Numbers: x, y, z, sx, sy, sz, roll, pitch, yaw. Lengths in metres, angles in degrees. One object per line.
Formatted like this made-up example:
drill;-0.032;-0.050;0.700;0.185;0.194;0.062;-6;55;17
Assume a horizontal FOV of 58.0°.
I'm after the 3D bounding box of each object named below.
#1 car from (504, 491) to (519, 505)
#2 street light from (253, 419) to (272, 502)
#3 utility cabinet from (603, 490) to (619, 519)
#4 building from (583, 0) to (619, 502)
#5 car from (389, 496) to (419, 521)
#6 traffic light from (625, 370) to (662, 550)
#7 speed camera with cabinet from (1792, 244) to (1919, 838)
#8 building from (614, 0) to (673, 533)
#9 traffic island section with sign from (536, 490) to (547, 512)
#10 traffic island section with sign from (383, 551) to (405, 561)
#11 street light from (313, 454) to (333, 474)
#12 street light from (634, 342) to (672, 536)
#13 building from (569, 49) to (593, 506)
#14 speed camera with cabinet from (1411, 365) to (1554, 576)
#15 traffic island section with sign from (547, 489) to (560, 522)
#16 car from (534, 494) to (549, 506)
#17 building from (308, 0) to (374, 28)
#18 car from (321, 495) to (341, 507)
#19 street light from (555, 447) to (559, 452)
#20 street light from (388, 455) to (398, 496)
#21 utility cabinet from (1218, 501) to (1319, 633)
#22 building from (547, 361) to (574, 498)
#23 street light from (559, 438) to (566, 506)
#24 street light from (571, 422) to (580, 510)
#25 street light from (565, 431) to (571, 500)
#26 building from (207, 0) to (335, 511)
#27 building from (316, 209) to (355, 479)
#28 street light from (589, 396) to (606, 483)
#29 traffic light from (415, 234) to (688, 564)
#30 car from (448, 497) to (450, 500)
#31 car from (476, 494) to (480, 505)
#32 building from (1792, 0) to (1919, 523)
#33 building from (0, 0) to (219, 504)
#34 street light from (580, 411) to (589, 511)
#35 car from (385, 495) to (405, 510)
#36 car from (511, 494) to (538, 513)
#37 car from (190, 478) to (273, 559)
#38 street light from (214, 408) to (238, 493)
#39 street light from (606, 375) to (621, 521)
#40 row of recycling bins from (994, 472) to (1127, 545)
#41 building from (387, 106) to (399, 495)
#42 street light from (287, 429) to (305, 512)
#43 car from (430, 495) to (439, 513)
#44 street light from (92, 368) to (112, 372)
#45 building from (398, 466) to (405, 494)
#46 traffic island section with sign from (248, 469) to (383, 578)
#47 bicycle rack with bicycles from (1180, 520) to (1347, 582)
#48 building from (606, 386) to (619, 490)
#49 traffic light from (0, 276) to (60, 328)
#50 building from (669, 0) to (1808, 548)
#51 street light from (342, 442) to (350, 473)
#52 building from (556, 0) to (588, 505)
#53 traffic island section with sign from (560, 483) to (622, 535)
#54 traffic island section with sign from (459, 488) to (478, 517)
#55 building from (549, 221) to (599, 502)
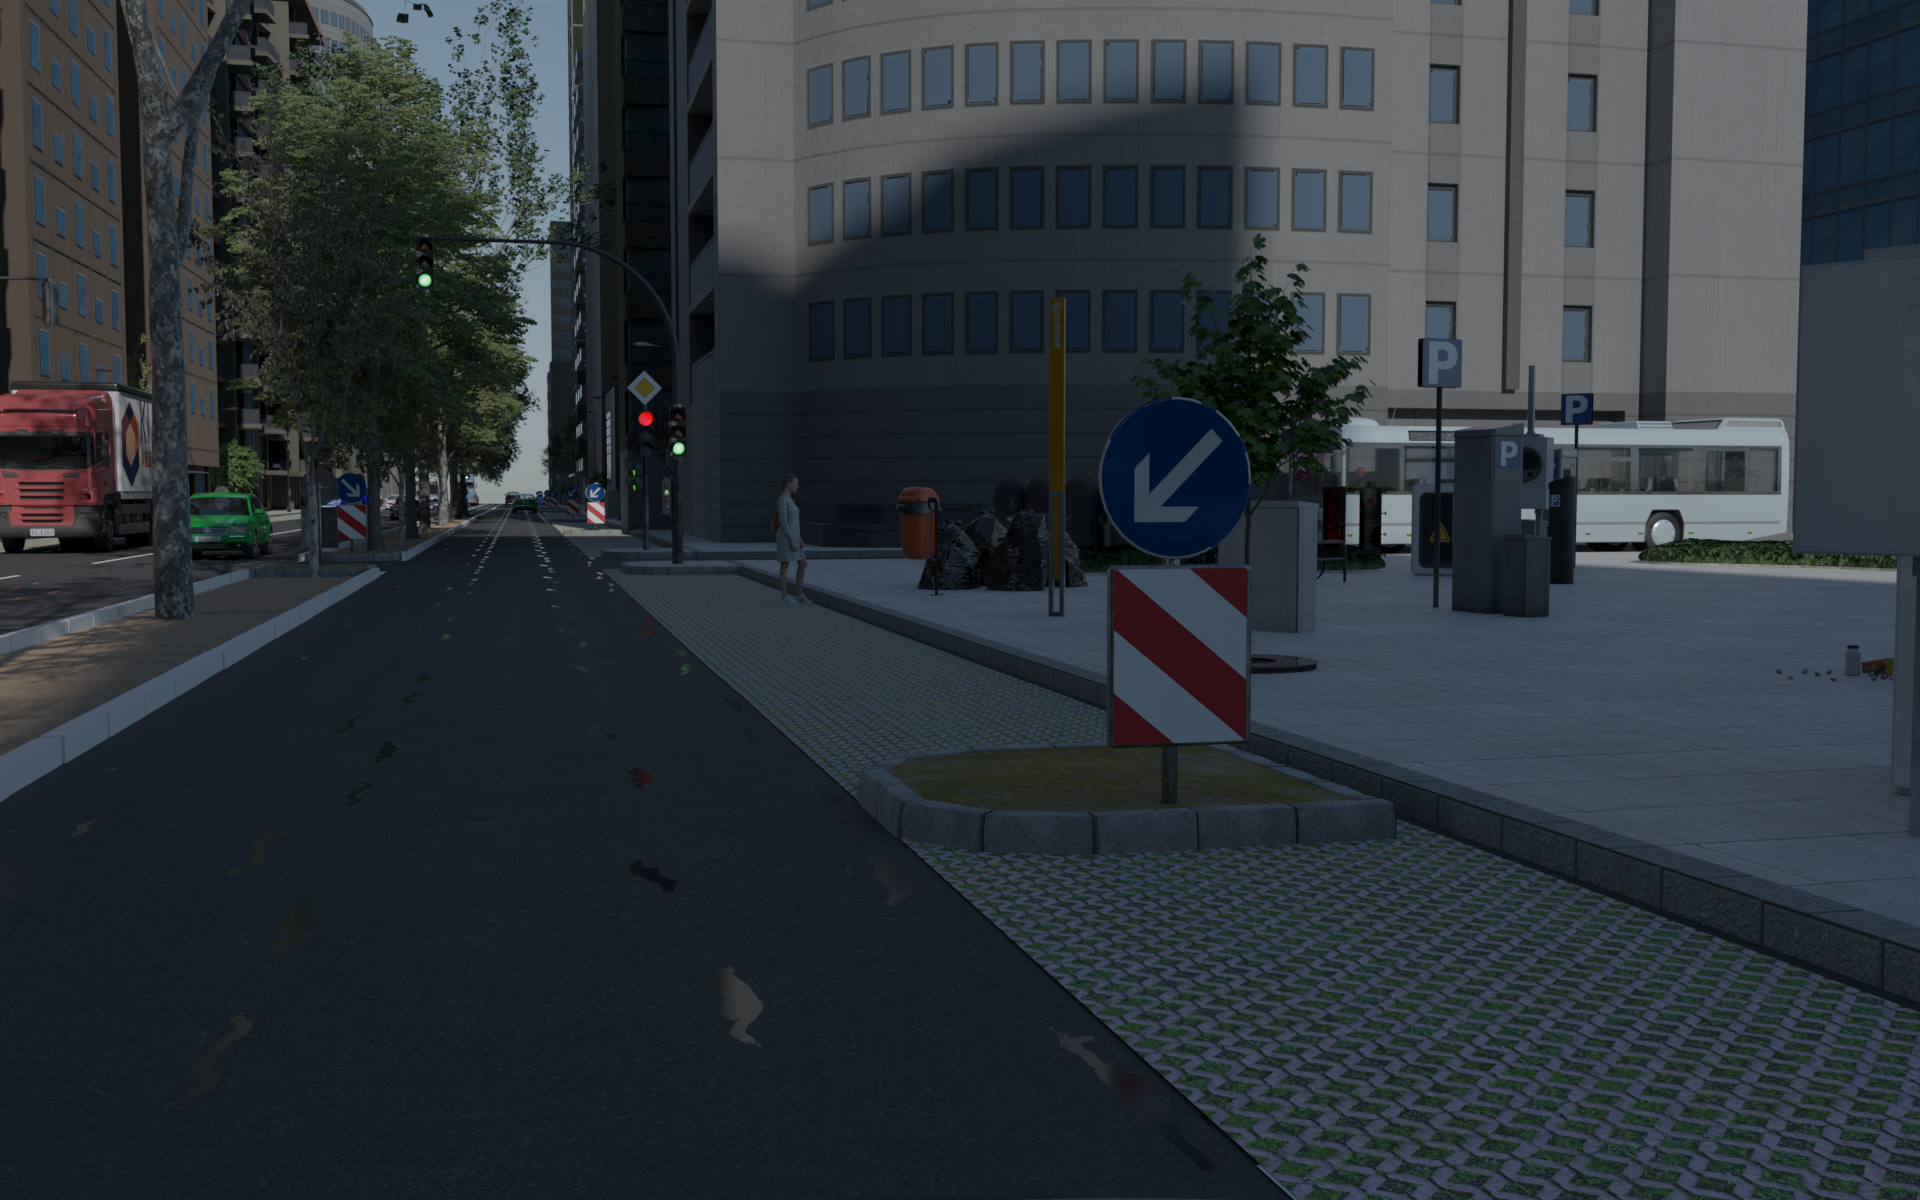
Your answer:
car;-59.503;-13.568;230.507;2.281;1.827;5.304;-1;4;-14
street light;-43.662;-8.355;109.141;1.470;5.913;1.316;-1;4;-14
utility cabinet;-18.008;-4.952;89.643;0.318;1.500;1.173;1;4;22
building;-25.407;-30.658;151.363;14.600;45.320;14.200;-1;4;-14
car;-30.119;-5.014;94.558;1.945;1.354;3.894;-1;4;-13
traffic light;-7.189;-3.091;39.461;0.839;4.253;0.868;-1;4;-14
speed camera with cabinet;4.117;-0.780;7.084;2.038;3.252;0.660;-3;5;-42
building;-6.790;-18.219;69.586;14.160;30.474;14.107;-1;4;-14
traffic island section with sign;-31.960;-7.767;135.613;1.989;1.847;2.006;-1;4;-14
traffic island section with sign;-13.182;-1.809;37.706;2.006;1.907;1.989;-1;4;-14
street light;-50.988;-10.127;138.115;1.470;5.913;1.316;-1;4;-14
street light;-9.288;-4.940;53.315;1.470;5.913;1.316;-1;4;-14
building;-27.170;-33.915;174.111;23.786;49.044;30.456;-1;4;-14
speed camera with cabinet;8.103;-1.991;26.892;2.038;3.252;0.660;2;4;29
traffic island section with sign;-19.784;-4.844;87.822;1.989;1.847;2.006;-1;4;-14
car;-51.288;-12.413;212.545;1.945;1.707;3.694;-1;4;-14
building;-78.498;-40.248;200.056;21.231;58.520;28.212;-1;4;-14
car;-46.555;-7.229;127.786;1.945;1.707;3.694;-1;4;-15
street light;-35.763;-11.316;157.557;1.470;5.913;1.316;-1;4;-14
street light;-71.666;-15.092;219.290;1.470;5.913;1.316;-1;4;-14
utility cabinet;2.906;-0.320;16.396;0.306;1.237;1.020;-3;4;-38
building;-43.392;-24.327;242.783;27.650;21.520;28.899;-1;4;-14
street light;-31.987;-10.392;142.452;1.470;5.913;1.316;-1;4;-14
street light;-24.108;-8.516;111.781;1.470;5.913;1.316;-1;4;-14
street light;-28.182;-9.508;128.001;1.470;5.913;1.316;-1;4;-14
building;-65.685;-30.068;146.230;22.147;44.769;28.867;-1;4;-14
building;-67.246;-24.287;168.791;14.160;30.474;14.107;-1;4;-14
street light;-16.748;-6.725;82.492;1.470;5.913;1.316;-1;4;-14
traffic light;-7.223;-3.450;31.069;4.771;5.953;1.251;-1;4;-14
car;-70.973;-13.757;237.287;2.083;1.381;4.827;-1;4;-15
car;-65.215;-13.600;231.407;2.155;1.783;4.494;-1;4;-16
building;35.253;-24.826;56.014;14.200;45.320;14.600;-1;4;-14
building;-43.978;-26.384;81.490;14.600;45.320;14.200;-1;4;-14
street light;-20.352;-7.612;96.994;1.470;5.913;1.316;-1;4;-14
car;-51.827;-8.995;159.429;2.083;1.381;4.827;-1;4;-13
car;-32.822;-7.446;130.545;1.959;1.807;4.718;-1;4;-15
car;-16.736;-1.865;39.282;1.959;1.807;4.718;-1;4;-15
street light;-39.475;-7.371;93.057;1.470;5.913;1.316;-1;4;-14
street light;-12.943;-5.826;67.804;1.470;5.913;1.316;-1;4;-14
row of recycling bins;2.080;-1.555;32.543;3.534;1.692;1.069;3;5;39
building;-86.153;-41.911;227.243;21.231;58.520;28.212;-1;4;-14
street light;-47.379;-9.240;123.614;1.470;5.913;1.316;-1;4;-14
car;-40.724;-7.371;133.102;1.945;1.354;3.894;-1;4;-14
street light;-32.022;-5.594;63.995;1.470;5.913;1.316;-1;4;-14
building;-87.231;-29.271;250.277;14.160;30.474;14.107;-1;4;-14
traffic island section with sign;-11.363;-1.369;30.525;2.006;1.907;1.989;-1;4;-14
bicycle rack with bicycles;4.156;-0.724;25.224;2.925;0.926;2.852;-3;5;-43
building;-8.548;-48.087;98.896;22.319;86.520;31.000;-1;4;-14
traffic light;-21.278;-3.746;35.908;4.771;5.953;1.251;-1;4;-14
building;6.184;-31.158;51.427;28.212;58.520;21.231;-1;4;-14
street light;-54.721;-11.016;152.657;1.470;5.913;1.316;-1;4;-14
building;-40.254;-47.604;216.569;20.563;71.187;20.611;-1;4;-14
traffic island section with sign;-13.086;-3.236;61.543;1.989;1.847;2.006;-1;4;-14
traffic island section with sign;-31.739;-6.262;110.526;2.006;1.907;1.989;-1;4;-14
building;-54.591;-35.367;261.848;14.154;41.232;14.086;-1;4;-14
